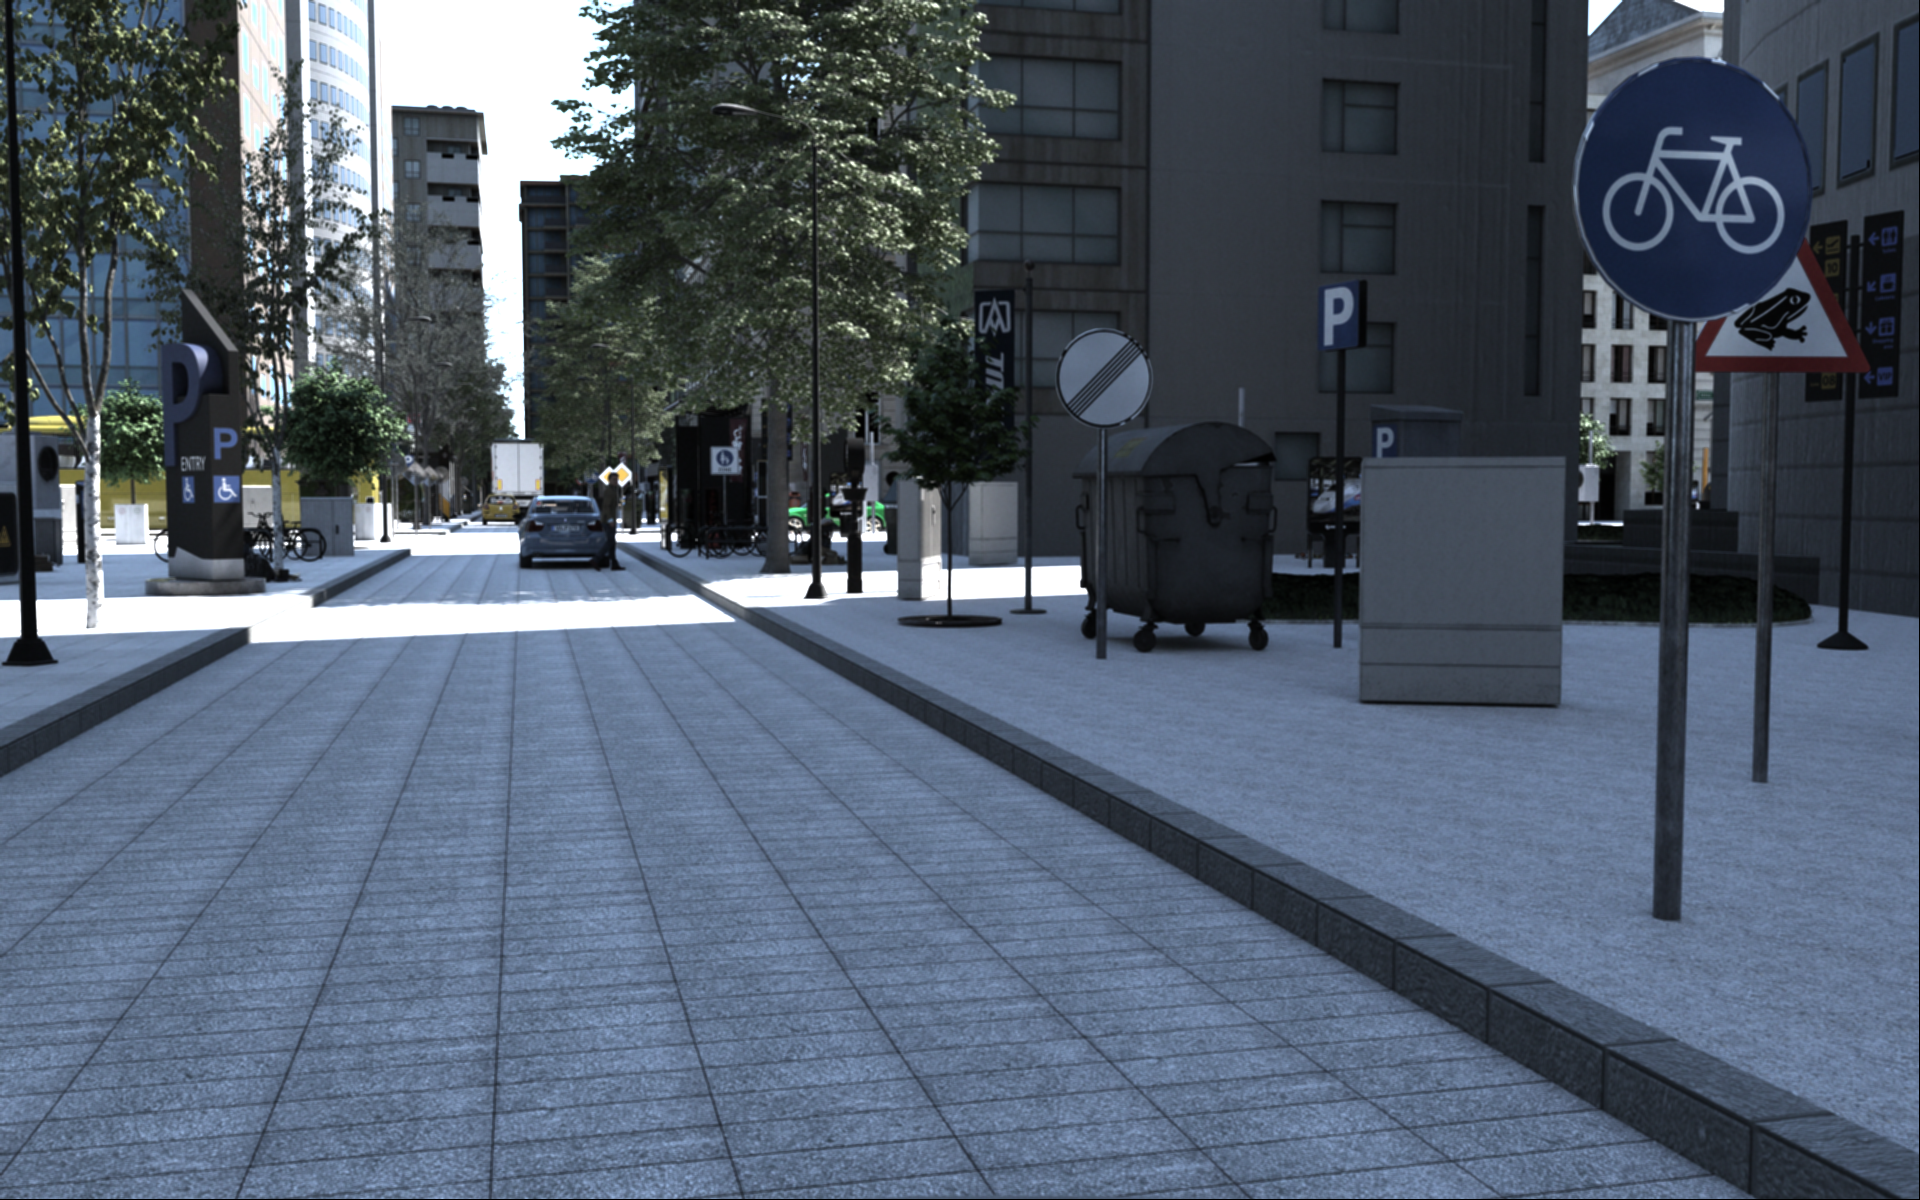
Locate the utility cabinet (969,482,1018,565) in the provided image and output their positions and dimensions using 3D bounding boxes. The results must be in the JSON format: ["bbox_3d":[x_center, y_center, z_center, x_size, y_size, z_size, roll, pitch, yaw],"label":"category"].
[{"bbox_3d":[0.595,-1.380,31.248,0.318,1.500,1.173,2,4,34],"label":"utility cabinet"}]

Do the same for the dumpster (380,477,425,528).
[{"bbox_3d":[-20.747,-3.791,64.483,1.502,2.255,1.985,-1,4,-14],"label":"dumpster"}]

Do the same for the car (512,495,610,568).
[{"bbox_3d":[-8.004,-1.405,34.974,2.014,1.417,4.499,-1,4,-14],"label":"car"}]

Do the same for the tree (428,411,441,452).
[{"bbox_3d":[-37.643,-13.140,132.972,7.486,12.596,7.792,0,3,0],"label":"tree"}]

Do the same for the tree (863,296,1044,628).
[{"bbox_3d":[-0.208,-1.367,16.947,1.663,3.219,1.824,0,3,0],"label":"tree"}]

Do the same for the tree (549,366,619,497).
[{"bbox_3d":[-21.166,-9.043,98.221,4.737,8.622,4.395,0,3,0],"label":"tree"}]

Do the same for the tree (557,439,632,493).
[{"bbox_3d":[-19.241,-6.703,93.308,4.285,4.588,4.351,0,3,0],"label":"tree"}]

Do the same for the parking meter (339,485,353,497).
[{"bbox_3d":[-16.510,-2.332,46.546,0.372,1.533,0.369,0,3,0],"label":"parking meter"}]

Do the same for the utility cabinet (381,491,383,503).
[{"bbox_3d":[-34.666,-5.852,104.359,0.318,1.500,1.173,-2,4,-26],"label":"utility cabinet"}]

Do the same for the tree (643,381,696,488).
[{"bbox_3d":[-18.531,-9.850,111.410,4.360,8.622,3.978,0,3,0],"label":"tree"}]

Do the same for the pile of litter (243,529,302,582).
[{"bbox_3d":[-10.542,-0.712,25.605,1.719,0.858,1.176,2,4,31],"label":"pile of litter"}]

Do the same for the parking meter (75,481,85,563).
[{"bbox_3d":[-16.270,-1.461,32.304,0.372,1.533,0.369,0,3,0],"label":"parking meter"}]

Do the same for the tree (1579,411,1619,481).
[{"bbox_3d":[20.564,-4.586,58.694,4.285,4.588,4.351,0,3,0],"label":"tree"}]

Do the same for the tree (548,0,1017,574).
[{"bbox_3d":[-2.952,-6.733,28.207,7.486,12.596,7.792,0,3,0],"label":"tree"}]

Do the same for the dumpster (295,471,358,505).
[{"bbox_3d":[-17.576,-2.786,48.050,1.502,2.255,1.985,-1,4,-14],"label":"dumpster"}]

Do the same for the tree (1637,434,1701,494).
[{"bbox_3d":[21.594,-3.585,53.212,1.663,3.219,1.824,0,3,0],"label":"tree"}]

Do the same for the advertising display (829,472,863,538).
[{"bbox_3d":[-3.346,-2.797,50.949,0.974,1.923,0.123,0,4,3],"label":"advertising display"}]

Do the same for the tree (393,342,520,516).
[{"bbox_3d":[-30.061,-10.305,102.898,8.767,10.594,7.601,1,4,17],"label":"tree"}]

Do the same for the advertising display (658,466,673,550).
[{"bbox_3d":[-6.768,-2.118,39.846,0.123,1.923,0.974,-1,4,-22],"label":"advertising display"}]

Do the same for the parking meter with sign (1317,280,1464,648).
[{"bbox_3d":[3.902,-1.130,14.729,1.738,3.016,0.543,-2,4,-25],"label":"parking meter with sign"}]

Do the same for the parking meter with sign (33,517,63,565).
[{"bbox_3d":[-17.124,-2.131,31.103,1.738,3.016,0.543,0,4,-8],"label":"parking meter with sign"}]

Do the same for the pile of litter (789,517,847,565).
[{"bbox_3d":[-2.648,-1.088,31.758,1.719,0.858,1.176,3,5,43],"label":"pile of litter"}]

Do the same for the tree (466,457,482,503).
[{"bbox_3d":[-54.304,-14.975,195.206,4.737,8.622,4.395,0,3,0],"label":"tree"}]

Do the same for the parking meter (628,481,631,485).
[{"bbox_3d":[-15.022,-4.447,78.426,0.255,1.863,0.399,-1,4,-9],"label":"parking meter"}]

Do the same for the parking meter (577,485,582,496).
[{"bbox_3d":[-25.583,-6.789,116.705,0.255,1.863,0.399,1,4,18],"label":"parking meter"}]

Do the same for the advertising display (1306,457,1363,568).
[{"bbox_3d":[6.510,-1.521,30.075,0.974,1.923,0.123,0,4,-3],"label":"advertising display"}]

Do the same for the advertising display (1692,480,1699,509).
[{"bbox_3d":[34.211,-4.666,81.501,0.974,1.923,0.123,2,4,33],"label":"advertising display"}]

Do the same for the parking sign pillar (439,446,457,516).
[{"bbox_3d":[-28.787,-6.605,96.457,1.447,3.967,1.447,-3,5,-40],"label":"parking sign pillar"}]

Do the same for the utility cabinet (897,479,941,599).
[{"bbox_3d":[-0.486,-0.778,21.403,0.318,1.500,1.173,1,4,11],"label":"utility cabinet"}]

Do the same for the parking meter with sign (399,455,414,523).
[{"bbox_3d":[-24.989,-4.987,77.800,0.543,3.016,1.738,-2,4,-31],"label":"parking meter with sign"}]

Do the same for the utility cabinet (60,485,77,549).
[{"bbox_3d":[-20.913,-1.919,40.048,0.318,1.500,1.173,2,4,29],"label":"utility cabinet"}]

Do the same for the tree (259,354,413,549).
[{"bbox_3d":[-14.583,-3.481,40.625,4.285,4.588,4.351,0,3,0],"label":"tree"}]

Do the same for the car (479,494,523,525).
[{"bbox_3d":[-21.624,-4.363,81.559,2.015,1.641,3.980,-1,4,-15],"label":"car"}]

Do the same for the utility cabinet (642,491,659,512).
[{"bbox_3d":[-22.405,-7.127,125.207,1.173,1.500,0.318,-1,4,-18],"label":"utility cabinet"}]

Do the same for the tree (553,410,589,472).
[{"bbox_3d":[-30.833,-11.638,140.647,4.360,8.622,3.978,0,3,0],"label":"tree"}]

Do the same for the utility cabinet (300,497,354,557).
[{"bbox_3d":[-13.063,-1.504,35.760,1.020,1.237,0.306,-1,4,-19],"label":"utility cabinet"}]

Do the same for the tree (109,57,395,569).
[{"bbox_3d":[-11.587,-4.781,28.536,4.360,8.622,3.978,0,3,0],"label":"tree"}]

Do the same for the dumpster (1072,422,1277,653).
[{"bbox_3d":[1.822,-0.551,14.764,1.264,1.857,1.865,-1,4,-14],"label":"dumpster"}]

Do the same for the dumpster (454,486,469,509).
[{"bbox_3d":[-35.808,-7.236,124.073,1.264,1.857,1.865,-1,4,-14],"label":"dumpster"}]

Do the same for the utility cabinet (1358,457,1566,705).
[{"bbox_3d":[3.047,-0.116,10.582,1.173,1.500,0.318,1,4,10],"label":"utility cabinet"}]

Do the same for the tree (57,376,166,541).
[{"bbox_3d":[-23.128,-3.941,48.143,4.285,4.588,4.351,0,3,0],"label":"tree"}]

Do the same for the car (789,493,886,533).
[{"bbox_3d":[-4.498,-3.120,59.815,4.718,1.807,1.959,-1,4,-15],"label":"car"}]

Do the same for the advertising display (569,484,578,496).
[{"bbox_3d":[-26.386,-6.915,118.270,0.123,1.923,0.974,1,4,18],"label":"advertising display"}]

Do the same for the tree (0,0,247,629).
[{"bbox_3d":[-8.476,-4.036,16.353,4.737,8.622,4.395,0,3,0],"label":"tree"}]

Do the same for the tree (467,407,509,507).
[{"bbox_3d":[-55.657,-16.909,202.211,9.928,11.665,9.643,0,3,0],"label":"tree"}]

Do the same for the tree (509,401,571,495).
[{"bbox_3d":[-44.029,-16.332,192.788,9.928,11.665,9.643,0,3,0],"label":"tree"}]

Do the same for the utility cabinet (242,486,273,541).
[{"bbox_3d":[-18.820,-2.270,45.796,1.173,1.500,0.318,-2,4,-30],"label":"utility cabinet"}]
